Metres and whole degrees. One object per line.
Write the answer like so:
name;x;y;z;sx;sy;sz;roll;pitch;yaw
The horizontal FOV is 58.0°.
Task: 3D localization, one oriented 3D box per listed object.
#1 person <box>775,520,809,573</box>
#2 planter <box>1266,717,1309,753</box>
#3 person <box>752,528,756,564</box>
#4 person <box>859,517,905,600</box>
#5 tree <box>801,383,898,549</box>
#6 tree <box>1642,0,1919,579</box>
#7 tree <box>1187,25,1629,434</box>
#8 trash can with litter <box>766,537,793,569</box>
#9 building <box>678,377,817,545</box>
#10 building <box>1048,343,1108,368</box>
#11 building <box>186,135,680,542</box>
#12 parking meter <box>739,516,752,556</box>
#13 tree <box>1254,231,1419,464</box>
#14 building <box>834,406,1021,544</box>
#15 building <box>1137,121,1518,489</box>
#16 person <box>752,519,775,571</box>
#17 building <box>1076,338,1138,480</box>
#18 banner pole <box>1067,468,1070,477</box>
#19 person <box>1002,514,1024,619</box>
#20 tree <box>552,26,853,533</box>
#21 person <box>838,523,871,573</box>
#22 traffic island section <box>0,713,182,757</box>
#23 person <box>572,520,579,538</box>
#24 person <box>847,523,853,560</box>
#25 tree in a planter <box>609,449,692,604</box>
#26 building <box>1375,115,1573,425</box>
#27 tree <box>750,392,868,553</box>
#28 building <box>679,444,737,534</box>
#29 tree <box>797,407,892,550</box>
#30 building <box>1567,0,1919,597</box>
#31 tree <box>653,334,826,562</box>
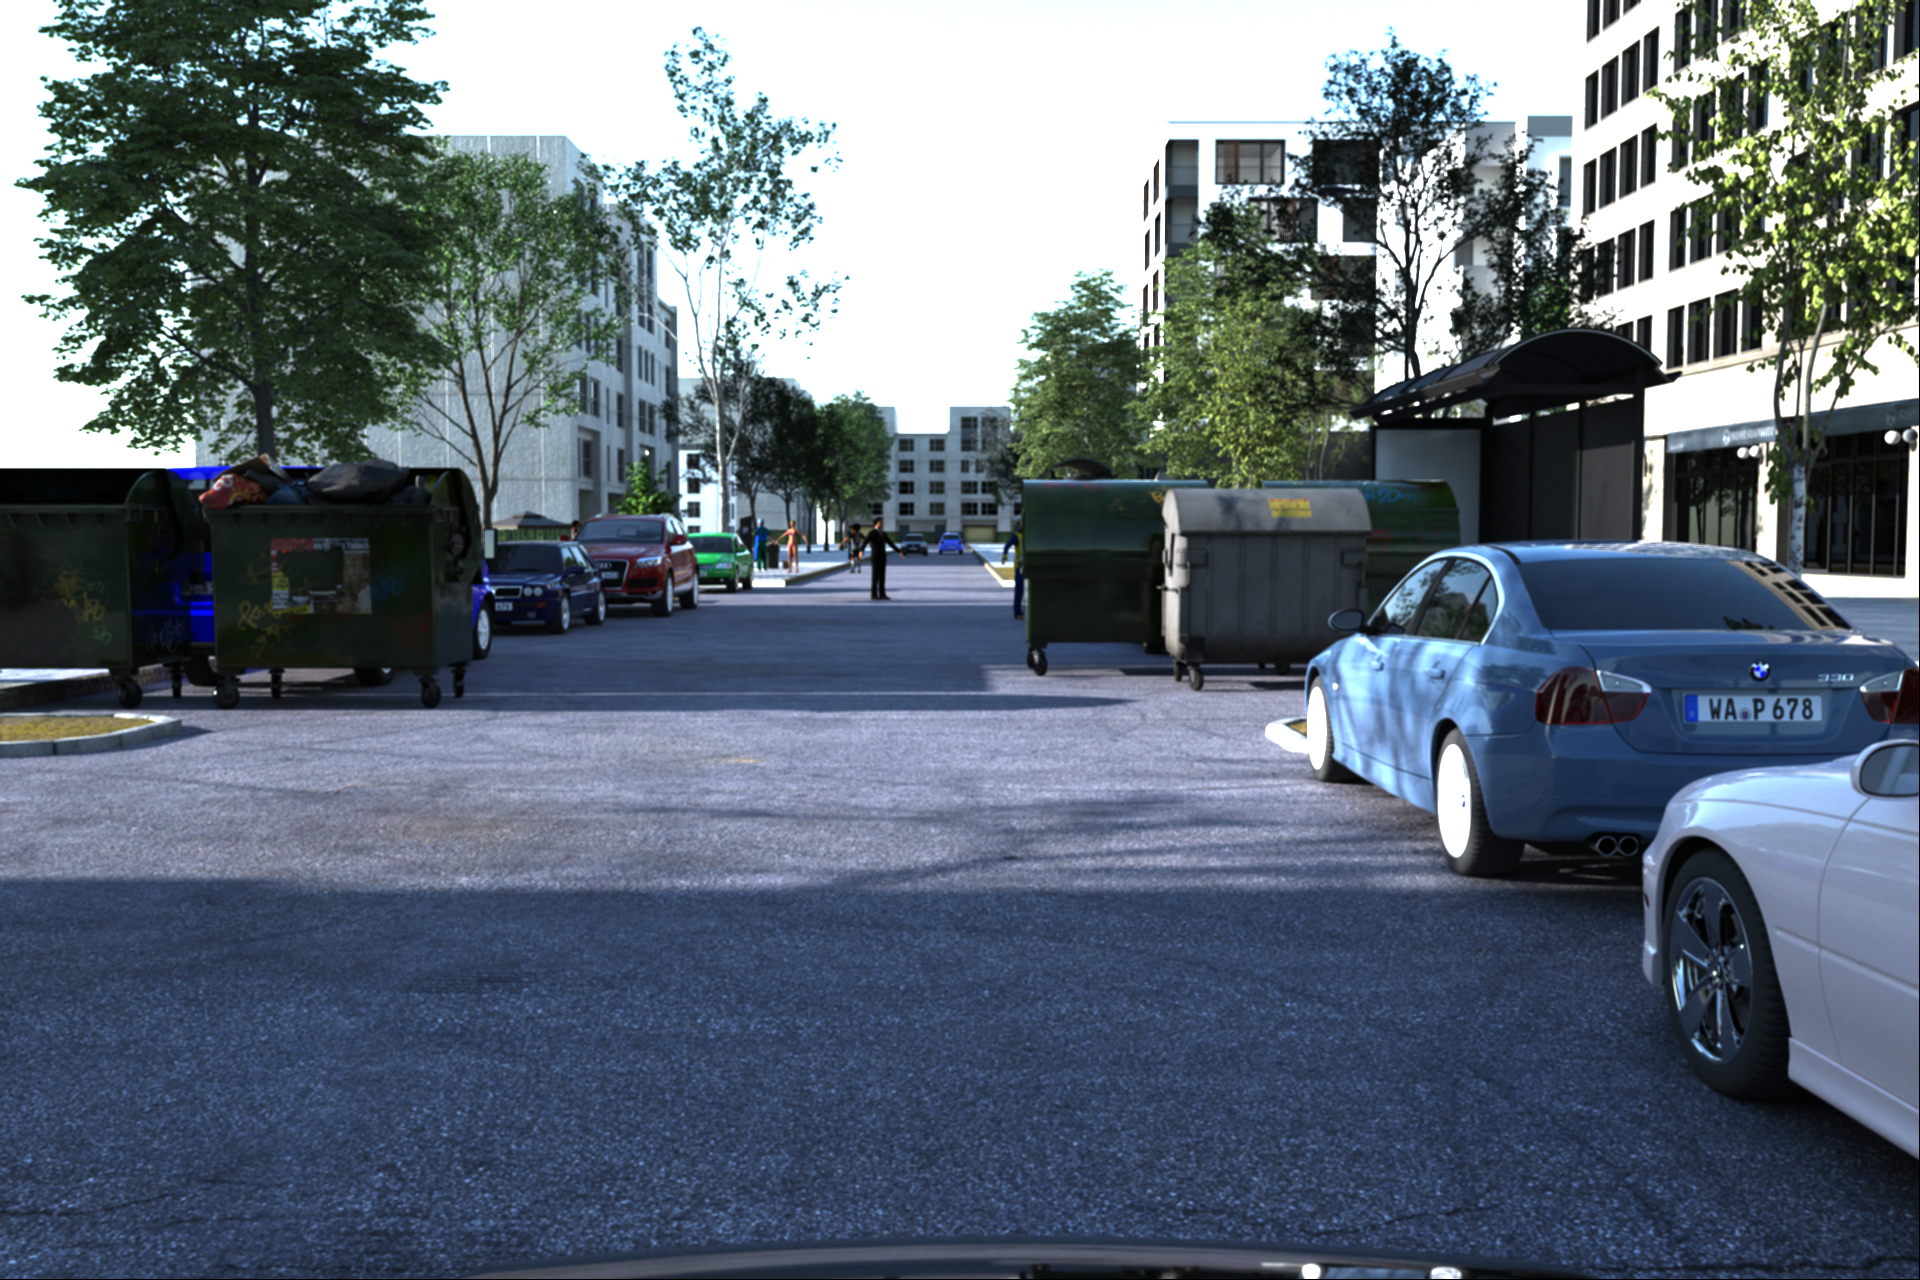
person;-5.544;-3.082;57.189;1.217;1.733;0.721;1;4;20
planter;3.167;0.565;11.902;1.991;0.319;1.994;0;4;0
person;-8.419;-3.833;68.937;0.705;1.796;1.348;3;5;42
person;-1.746;-1.774;37.642;0.705;1.806;1.347;3;5;42
tree;-9.875;-14.765;148.070;9.857;13.997;8.962;0;3;0
tree;9.559;-4.205;19.116;4.737;8.622;4.395;0;3;0
tree;8.670;-5.943;31.573;8.767;10.594;7.601;-2;4;-28
trash can with litter;-6.700;-3.226;64.135;1.055;1.170;0.624;0;4;0
building;-27.041;-21.077;211.067;16.747;18.905;31.486;0;4;0
building;23.832;-21.865;201.459;27.936;21.610;32.646;0;4;0
building;-25.899;-13.843;92.791;16.747;18.905;31.486;0;4;0
parking meter;-6.779;-3.002;54.795;0.399;1.863;0.255;0;4;0
tree;8.695;-5.667;43.021;4.360;8.622;3.978;0;3;0
building;-1.557;-23.001;244.982;31.486;18.905;16.747;0;4;0
building;24.182;-15.808;102.429;27.936;21.610;32.646;0;3;0
person;-6.969;-3.329;60.561;1.347;1.817;0.704;-3;5;-42
building;21.353;-20.853;171.873;19.493;23.208;18.063;0;4;-1
banner pole;3.755;-4.270;59.830;0.401;3.779;0.863;0;4;-2
person;1.125;-1.240;29.202;1.216;1.772;0.721;-3;5;-44
tree;-10.342;-12.955;67.697;12.611;20.169;13.585;0;3;0
person;-3.858;-3.393;64.078;1.345;1.843;0.704;-2;4;-27
traffic island section;-6.625;0.662;12.050;1.991;0.108;1.994;0;4;0
person;-14.977;-3.767;67.737;0.704;1.843;1.345;-1;4;-18
person;-5.427;-4.939;86.717;0.705;1.833;1.349;0;4;6
tree in a planter;-6.624;-2.397;36.418;1.991;3.239;1.994;0;4;1
building;25.274;-13.847;82.822;16.016;20.090;11.380;0;4;-1
tree;-10.094;-11.007;114.381;8.767;10.594;7.601;0;4;4
building;-26.982;-14.219;174.626;9.099;9.664;28.070;0;4;0
tree;-9.305;-12.937;137.271;9.928;11.665;9.643;0;3;0
building;29.060;-14.331;36.479;24.374;26.755;37.873;0;4;0
tree;-9.685;-8.942;80.620;7.601;10.594;8.767;3;5;40
